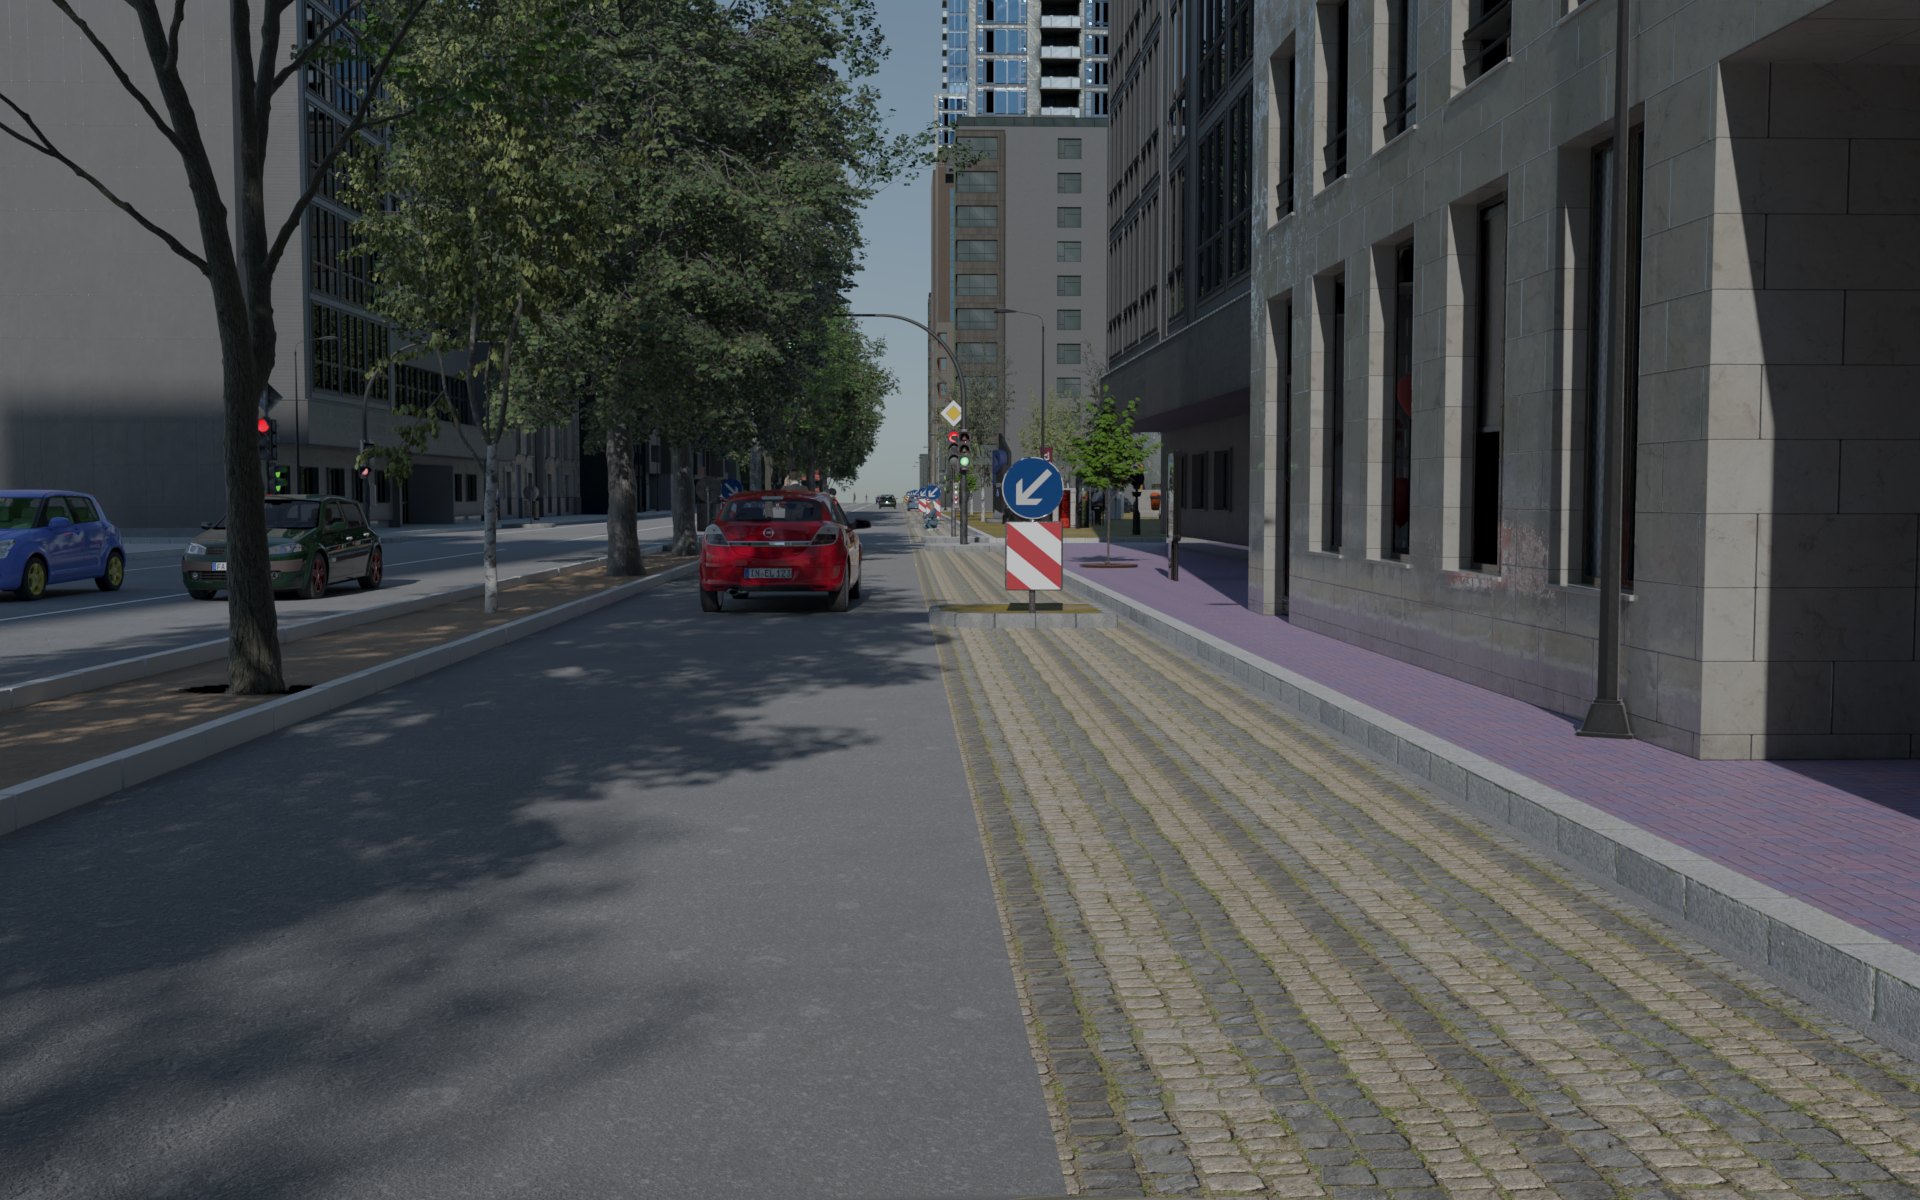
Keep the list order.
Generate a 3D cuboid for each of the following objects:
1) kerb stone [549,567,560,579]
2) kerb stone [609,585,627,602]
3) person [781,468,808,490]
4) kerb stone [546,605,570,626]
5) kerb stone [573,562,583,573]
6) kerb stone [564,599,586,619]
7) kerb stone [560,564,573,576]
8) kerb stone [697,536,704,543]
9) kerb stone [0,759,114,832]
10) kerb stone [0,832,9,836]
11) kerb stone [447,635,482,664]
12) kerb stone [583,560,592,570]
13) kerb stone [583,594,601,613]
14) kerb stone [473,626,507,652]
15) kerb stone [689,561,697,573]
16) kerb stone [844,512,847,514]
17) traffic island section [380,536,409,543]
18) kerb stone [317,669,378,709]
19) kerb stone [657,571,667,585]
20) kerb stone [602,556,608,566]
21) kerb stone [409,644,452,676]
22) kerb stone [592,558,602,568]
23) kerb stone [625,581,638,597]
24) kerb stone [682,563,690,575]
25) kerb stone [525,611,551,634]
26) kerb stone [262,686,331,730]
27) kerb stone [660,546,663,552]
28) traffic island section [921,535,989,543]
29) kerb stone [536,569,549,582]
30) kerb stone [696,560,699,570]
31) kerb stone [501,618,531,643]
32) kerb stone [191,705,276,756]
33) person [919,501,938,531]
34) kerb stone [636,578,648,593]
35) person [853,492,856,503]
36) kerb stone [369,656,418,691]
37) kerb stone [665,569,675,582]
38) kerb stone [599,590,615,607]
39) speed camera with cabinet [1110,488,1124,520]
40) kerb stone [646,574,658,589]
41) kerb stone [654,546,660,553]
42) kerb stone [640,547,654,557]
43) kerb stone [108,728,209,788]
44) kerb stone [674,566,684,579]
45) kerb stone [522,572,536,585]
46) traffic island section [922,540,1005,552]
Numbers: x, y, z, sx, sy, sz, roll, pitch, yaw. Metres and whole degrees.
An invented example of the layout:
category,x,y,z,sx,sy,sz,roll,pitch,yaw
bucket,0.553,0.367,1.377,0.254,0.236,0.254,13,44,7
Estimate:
category,x,y,z,sx,sy,sz,roll,pitch,yaw
kerb stone,-6.978,-0.437,29.371,0.120,0.150,1.000,0,4,-2
kerb stone,-4.655,-0.066,23.276,0.120,0.150,1.000,0,4,-2
person,-2.998,-1.434,31.308,0.474,1.900,0.648,2,4,28
kerb stone,-4.506,0.186,19.168,0.120,0.150,1.000,0,4,-2
kerb stone,-7.043,-0.564,31.418,0.120,0.150,1.000,0,4,-2
kerb stone,-4.546,0.123,20.189,0.120,0.150,1.000,0,4,-2
kerb stone,-6.999,-0.501,30.393,0.120,0.150,1.000,0,4,-2
kerb stone,-7.786,-1.850,52.539,0.120,0.150,1.000,0,4,-2
kerb stone,-4.109,0.874,7.901,0.120,0.150,1.000,0,4,-2
kerb stone,-4.069,0.937,6.874,0.120,0.150,1.000,0,4,-2
kerb stone,-4.364,0.441,15.072,0.120,0.150,1.000,0,4,-2
kerb stone,-7.081,-0.627,32.440,0.120,0.150,1.000,0,4,-2
kerb stone,-4.576,0.060,21.227,0.120,0.150,1.000,0,4,-2
kerb stone,-4.404,0.375,16.095,0.120,0.150,1.000,0,4,-2
kerb stone,-4.943,-0.569,31.492,0.120,0.150,1.000,0,4,-2
kerb stone,-8.259,-6.303,125.262,0.120,0.150,1.000,0,4,-2
traffic island section,-17.602,-1.780,51.376,2.009,0.180,2.903,0,4,-2
kerb stone,-4.261,0.624,12.001,0.120,0.150,1.000,0,4,-2
kerb stone,-4.802,-0.316,27.372,0.120,0.150,1.000,0,4,-2
kerb stone,-7.148,-0.753,34.499,0.120,0.150,1.000,0,4,-2
kerb stone,-4.331,0.498,14.049,0.120,0.150,1.000,0,4,-2
kerb stone,-7.119,-0.689,33.466,0.120,0.150,1.000,0,4,-2
kerb stone,-4.692,-0.127,24.297,0.120,0.150,1.000,0,4,-2
kerb stone,-4.908,-0.506,30.465,0.120,0.150,1.000,0,4,-2
kerb stone,-4.470,0.249,18.142,0.120,0.150,1.000,0,4,-2
kerb stone,-4.224,0.691,10.971,0.120,0.150,1.000,0,4,-2
kerb stone,-7.434,-1.253,42.685,0.120,0.150,1.000,0,4,-2
traffic island section,-0.171,-1.817,51.985,2.009,0.180,2.903,0,4,-2
kerb stone,-6.932,-0.376,28.349,0.120,0.150,1.000,0,4,-2
kerb stone,-4.993,-0.627,32.513,0.120,0.150,1.000,0,4,-2
kerb stone,-4.429,0.310,17.120,0.120,0.150,1.000,0,4,-2
kerb stone,-4.187,0.753,9.944,0.120,0.150,1.000,0,4,-2
person,-1.202,-3.276,67.564,0.738,1.151,1.012,0,4,-4
kerb stone,-4.726,-0.192,25.327,0.120,0.150,1.000,0,4,-2
person,-16.451,-16.068,271.740,0.617,1.759,0.750,-3,5,-40
kerb stone,-4.298,0.561,13.023,0.120,0.150,1.000,0,4,-2
kerb stone,-4.841,-0.380,28.408,0.120,0.150,1.000,0,4,-2
kerb stone,-4.615,0.002,22.253,0.120,0.150,1.000,0,4,-2
speed camera with cabinet,7.763,-5.648,86.682,0.660,3.252,2.038,1,4,15
kerb stone,-4.761,-0.254,26.351,0.120,0.150,1.000,0,4,-2
kerb stone,-7.412,-1.191,41.663,0.120,0.150,1.000,0,4,-2
kerb stone,-7.372,-1.124,40.642,0.120,0.150,1.000,0,4,-2
kerb stone,-4.144,0.815,8.923,0.120,0.150,1.000,0,4,-2
kerb stone,-4.862,-0.442,29.432,0.120,0.150,1.000,0,4,-2
kerb stone,-6.898,-0.314,27.328,0.120,0.150,1.000,0,4,-2
traffic island section,0.111,-1.329,44.005,2.009,0.180,2.903,0,4,-2
